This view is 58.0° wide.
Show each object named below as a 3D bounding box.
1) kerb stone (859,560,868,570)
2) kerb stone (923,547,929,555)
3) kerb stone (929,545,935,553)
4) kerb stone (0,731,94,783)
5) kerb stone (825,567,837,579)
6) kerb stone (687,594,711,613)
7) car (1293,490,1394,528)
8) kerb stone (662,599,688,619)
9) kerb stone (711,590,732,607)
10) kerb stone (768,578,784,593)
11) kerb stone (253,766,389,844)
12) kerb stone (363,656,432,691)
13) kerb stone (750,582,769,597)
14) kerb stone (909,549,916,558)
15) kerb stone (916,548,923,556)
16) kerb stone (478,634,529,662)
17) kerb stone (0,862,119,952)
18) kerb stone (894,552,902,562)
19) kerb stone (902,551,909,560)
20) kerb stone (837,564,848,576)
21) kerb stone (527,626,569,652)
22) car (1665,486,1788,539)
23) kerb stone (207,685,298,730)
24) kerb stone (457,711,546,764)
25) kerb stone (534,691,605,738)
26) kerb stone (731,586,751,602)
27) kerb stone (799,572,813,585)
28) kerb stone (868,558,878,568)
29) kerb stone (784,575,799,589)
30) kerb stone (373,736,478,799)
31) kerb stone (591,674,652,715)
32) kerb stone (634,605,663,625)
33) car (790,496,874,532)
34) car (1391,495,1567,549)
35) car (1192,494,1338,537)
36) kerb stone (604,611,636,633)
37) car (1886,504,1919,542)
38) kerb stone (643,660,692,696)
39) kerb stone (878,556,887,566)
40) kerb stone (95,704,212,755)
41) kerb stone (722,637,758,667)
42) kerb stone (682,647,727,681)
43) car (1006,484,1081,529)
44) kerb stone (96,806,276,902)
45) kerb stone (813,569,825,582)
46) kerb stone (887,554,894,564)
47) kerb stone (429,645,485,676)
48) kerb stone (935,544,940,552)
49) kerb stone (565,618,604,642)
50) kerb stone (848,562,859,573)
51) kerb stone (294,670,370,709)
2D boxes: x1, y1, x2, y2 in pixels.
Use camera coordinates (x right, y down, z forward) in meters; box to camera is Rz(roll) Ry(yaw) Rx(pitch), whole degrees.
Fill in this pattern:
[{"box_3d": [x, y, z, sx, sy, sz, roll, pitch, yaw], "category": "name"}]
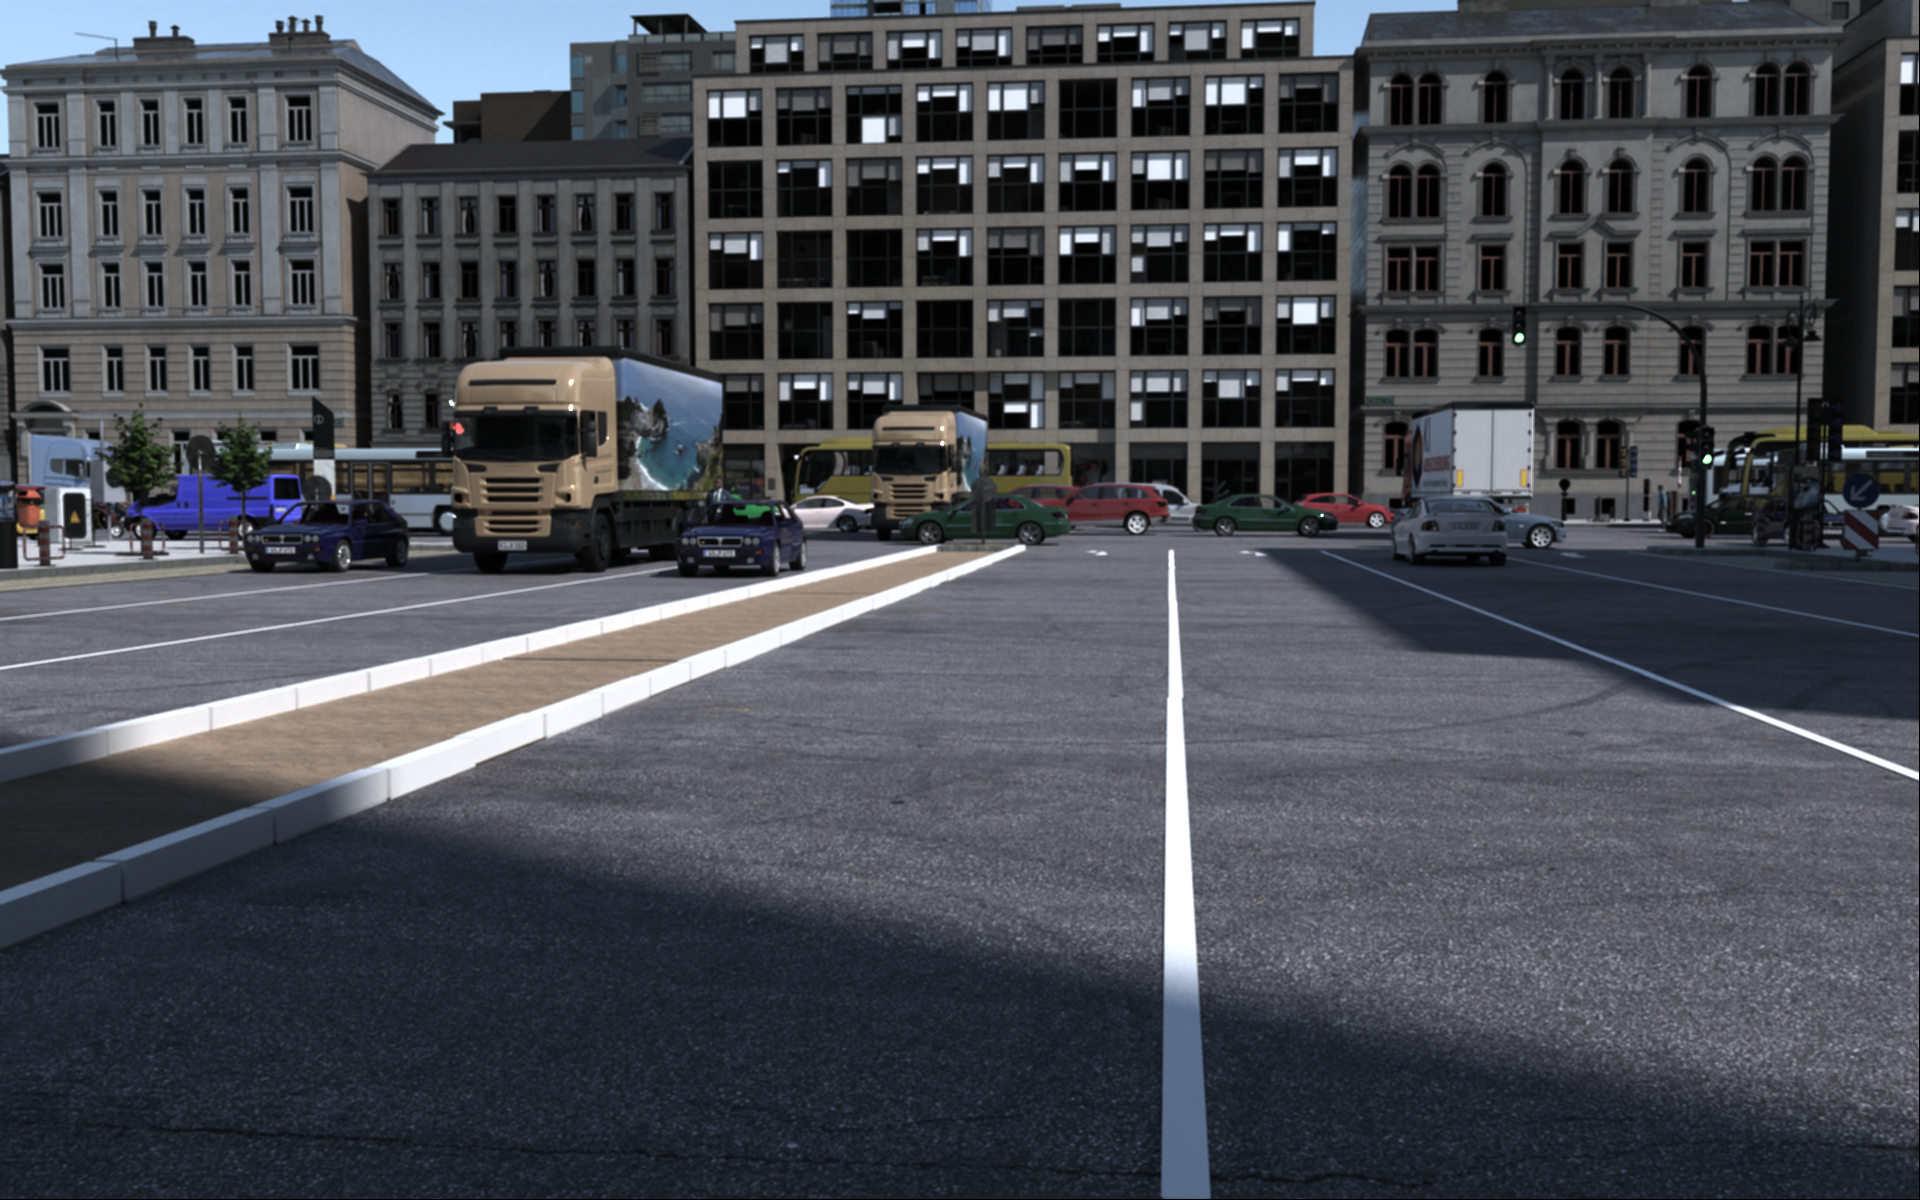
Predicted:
[{"box_3d": [-1.909, -0.627, 32.449, 0.120, 0.150, 1.000, 0, 4, 7], "category": "kerb stone"}, {"box_3d": [-0.924, -1.125, 40.622, 0.120, 0.150, 1.000, 0, 4, 7], "category": "kerb stone"}, {"box_3d": [-0.795, -1.190, 41.645, 0.120, 0.150, 1.000, 0, 4, 7], "category": "kerb stone"}, {"box_3d": [-4.746, 0.813, 8.905, 0.120, 0.150, 1.000, 0, 4, 7], "category": "kerb stone"}, {"box_3d": [-2.282, -0.439, 29.378, 0.120, 0.150, 1.000, 0, 4, 7], "category": "kerb stone"}, {"box_3d": [-3.271, 0.061, 21.202, 0.120, 0.150, 1.000, 0, 4, 7], "category": "kerb stone"}, {"box_3d": [16.383, -3.969, 73.926, 4.494, 1.783, 2.155, 0, 4, 8], "category": "car"}, {"box_3d": [-3.394, 0.123, 20.182, 0.120, 0.150, 1.000, 0, 4, 7], "category": "kerb stone"}, {"box_3d": [-3.146, -0.002, 22.221, 0.120, 0.150, 1.000, 0, 4, 7], "category": "kerb stone"}, {"box_3d": [-2.772, -0.190, 25.294, 0.120, 0.150, 1.000, 0, 4, 7], "category": "kerb stone"}, {"box_3d": [-2.795, 0.893, 7.593, 0.120, 0.150, 1.000, 0, 4, 7], "category": "kerb stone"}, {"box_3d": [-4.258, 0.561, 13.019, 0.120, 0.150, 1.000, 0, 4, 7], "category": "kerb stone"}, {"box_3d": [-2.893, -0.127, 24.266, 0.120, 0.150, 1.000, 0, 4, 7], "category": "kerb stone"}, {"box_3d": [-1.169, -1.002, 38.574, 0.120, 0.150, 1.000, 0, 4, 7], "category": "kerb stone"}, {"box_3d": [-1.040, -1.060, 39.598, 0.120, 0.150, 1.000, 0, 4, 7], "category": "kerb stone"}, {"box_3d": [-4.016, 0.436, 15.071, 0.120, 0.150, 1.000, 0, 4, 7], "category": "kerb stone"}, {"box_3d": [-3.047, 1.020, 5.552, 0.120, 0.150, 1.000, 0, 4, 7], "category": "kerb stone"}, {"box_3d": [-1.419, -0.877, 36.529, 0.120, 0.150, 1.000, 0, 4, 7], "category": "kerb stone"}, {"box_3d": [-1.291, -0.939, 37.549, 0.120, 0.150, 1.000, 0, 4, 7], "category": "kerb stone"}, {"box_3d": [-2.159, -0.494, 30.405, 0.120, 0.150, 1.000, 0, 4, 7], "category": "kerb stone"}, {"box_3d": [-3.885, 0.376, 16.097, 0.120, 0.150, 1.000, 0, 4, 7], "category": "kerb stone"}, {"box_3d": [25.048, -2.822, 55.932, 4.222, 1.686, 2.009, 0, 4, 6], "category": "car"}, {"box_3d": [-4.509, 0.687, 10.956, 0.120, 0.150, 1.000, 0, 4, 7], "category": "kerb stone"}, {"box_3d": [-2.558, 0.768, 9.645, 0.120, 0.150, 1.000, 0, 4, 7], "category": "kerb stone"}, {"box_3d": [-2.423, 0.709, 10.664, 0.120, 0.150, 1.000, 0, 4, 7], "category": "kerb stone"}, {"box_3d": [-3.025, -0.064, 23.247, 0.120, 0.150, 1.000, 0, 4, 7], "category": "kerb stone"}, {"box_3d": [-2.522, -0.314, 27.337, 0.120, 0.150, 1.000, 0, 4, 7], "category": "kerb stone"}, {"box_3d": [-1.781, -0.689, 33.468, 0.120, 0.150, 1.000, 0, 4, 7], "category": "kerb stone"}, {"box_3d": [-2.650, -0.247, 26.318, 0.120, 0.150, 1.000, 0, 4, 7], "category": "kerb stone"}, {"box_3d": [-2.668, 0.833, 8.623, 0.120, 0.150, 1.000, 0, 4, 7], "category": "kerb stone"}, {"box_3d": [-2.302, 0.642, 11.692, 0.120, 0.150, 1.000, 0, 4, 7], "category": "kerb stone"}, {"box_3d": [-3.519, 0.186, 19.161, 0.120, 0.150, 1.000, 0, 4, 7], "category": "kerb stone"}, {"box_3d": [-5.461, -3.255, 65.589, 4.827, 1.381, 2.083, 0, 4, 6], "category": "car"}, {"box_3d": [13.794, -2.088, 46.142, 4.499, 1.417, 2.014, 1, 4, 9], "category": "car"}, {"box_3d": [10.351, -2.877, 58.839, 4.920, 1.459, 2.131, 0, 4, 6], "category": "car"}, {"box_3d": [-3.636, 0.251, 18.136, 0.120, 0.150, 1.000, 0, 4, 7], "category": "kerb stone"}, {"box_3d": [29.820, -2.345, 50.704, 4.827, 1.381, 2.083, 0, 4, 8], "category": "car"}, {"box_3d": [-2.181, 0.586, 12.727, 0.120, 0.150, 1.000, 0, 4, 7], "category": "kerb stone"}, {"box_3d": [-1.654, -0.752, 34.488, 0.120, 0.150, 1.000, 0, 4, 7], "category": "kerb stone"}, {"box_3d": [-4.639, 0.750, 9.937, 0.120, 0.150, 1.000, 0, 4, 7], "category": "kerb stone"}, {"box_3d": [-1.925, 0.455, 14.772, 0.120, 0.150, 1.000, 0, 4, 7], "category": "kerb stone"}, {"box_3d": [-2.056, 0.517, 13.753, 0.120, 0.150, 1.000, 0, 4, 7], "category": "kerb stone"}, {"box_3d": [2.777, -3.695, 69.087, 5.304, 1.827, 2.281, 0, 4, 8], "category": "car"}, {"box_3d": [-2.921, 0.955, 6.574, 0.120, 0.150, 1.000, 0, 4, 7], "category": "kerb stone"}, {"box_3d": [-2.407, -0.377, 28.358, 0.120, 0.150, 1.000, 0, 4, 7], "category": "kerb stone"}, {"box_3d": [-1.533, -0.814, 35.508, 0.120, 0.150, 1.000, 0, 4, 7], "category": "kerb stone"}, {"box_3d": [-4.130, 0.500, 14.042, 0.120, 0.150, 1.000, 0, 4, 7], "category": "kerb stone"}, {"box_3d": [-0.668, -1.252, 42.664, 0.120, 0.150, 1.000, 0, 4, 7], "category": "kerb stone"}, {"box_3d": [-3.768, 0.311, 17.117, 0.120, 0.150, 1.000, 0, 4, 7], "category": "kerb stone"}, {"box_3d": [-2.034, -0.559, 31.430, 0.120, 0.150, 1.000, 0, 4, 7], "category": "kerb stone"}, {"box_3d": [-4.387, 0.625, 11.983, 0.120, 0.150, 1.000, 0, 4, 7], "category": "kerb stone"}]
